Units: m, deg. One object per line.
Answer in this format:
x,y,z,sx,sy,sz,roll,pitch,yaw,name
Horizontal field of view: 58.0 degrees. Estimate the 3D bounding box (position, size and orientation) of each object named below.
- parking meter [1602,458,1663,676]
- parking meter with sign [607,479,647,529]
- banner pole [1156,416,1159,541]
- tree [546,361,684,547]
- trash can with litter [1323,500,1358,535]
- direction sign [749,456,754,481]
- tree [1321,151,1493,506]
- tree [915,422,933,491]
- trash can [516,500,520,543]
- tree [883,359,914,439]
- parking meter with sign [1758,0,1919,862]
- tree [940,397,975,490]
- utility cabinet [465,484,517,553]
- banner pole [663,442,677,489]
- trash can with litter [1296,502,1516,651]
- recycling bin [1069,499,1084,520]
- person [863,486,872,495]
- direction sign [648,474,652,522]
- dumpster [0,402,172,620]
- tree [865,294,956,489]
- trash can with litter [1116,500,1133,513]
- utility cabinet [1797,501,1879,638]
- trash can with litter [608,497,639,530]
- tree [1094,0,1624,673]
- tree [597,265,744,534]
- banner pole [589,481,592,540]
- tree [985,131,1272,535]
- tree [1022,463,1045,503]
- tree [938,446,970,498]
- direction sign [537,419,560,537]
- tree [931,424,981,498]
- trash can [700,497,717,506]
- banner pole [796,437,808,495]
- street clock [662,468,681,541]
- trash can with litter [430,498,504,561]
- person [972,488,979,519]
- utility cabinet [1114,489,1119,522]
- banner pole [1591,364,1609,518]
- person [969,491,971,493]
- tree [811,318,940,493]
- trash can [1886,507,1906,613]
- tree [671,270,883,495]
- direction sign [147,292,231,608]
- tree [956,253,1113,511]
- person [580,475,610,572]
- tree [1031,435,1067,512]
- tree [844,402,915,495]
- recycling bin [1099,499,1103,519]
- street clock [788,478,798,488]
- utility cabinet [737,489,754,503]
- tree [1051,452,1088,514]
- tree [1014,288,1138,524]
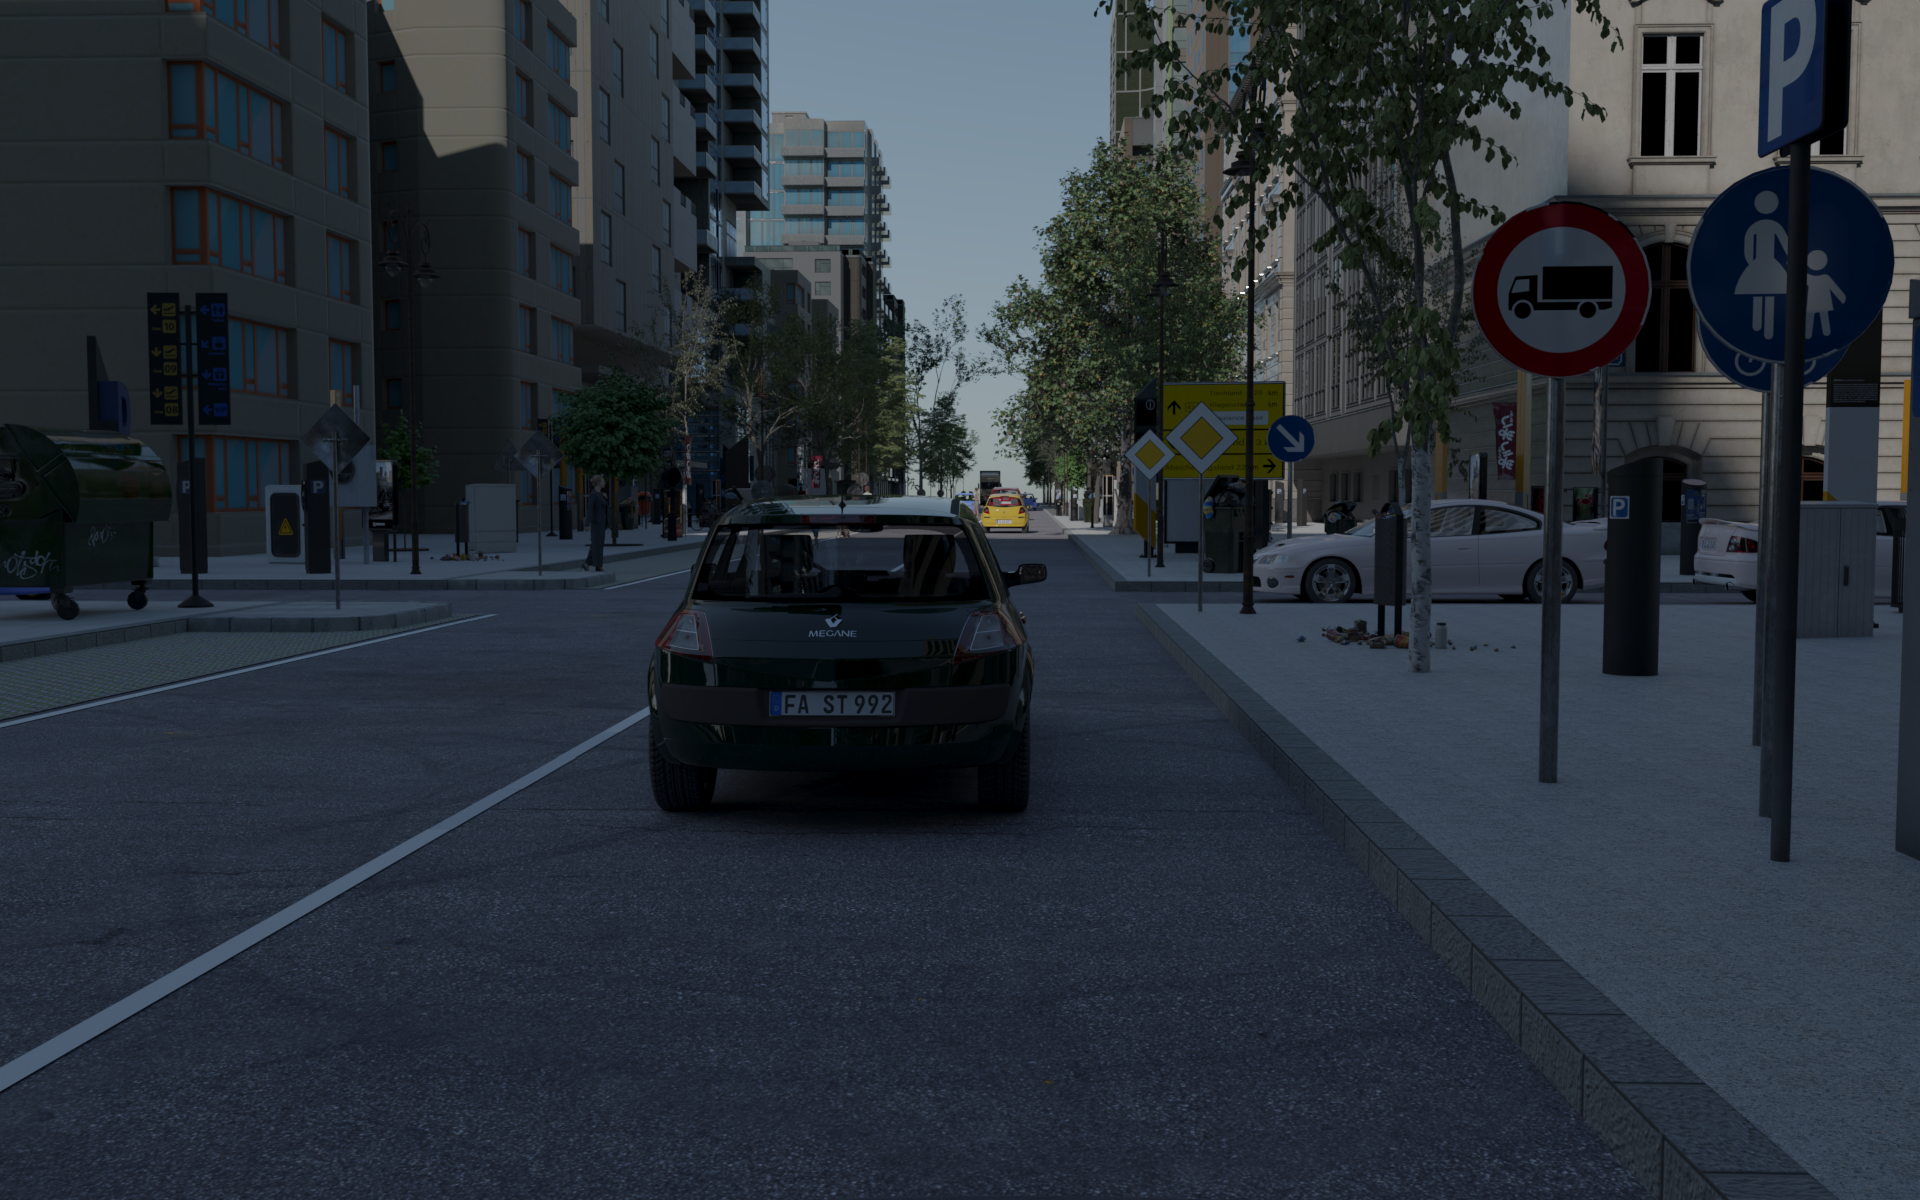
4.785,-0.239,12.321,0.372,1.533,0.369,0,3,0,parking meter
-12.284,-4.144,64.015,1.738,3.016,0.543,2,4,27,parking meter with sign
5.422,-3.518,47.536,0.401,3.779,0.863,-2,4,-26,banner pole
-8.517,-3.622,42.934,4.285,4.588,4.351,0,3,0,tree
6.552,-1.173,30.564,0.624,1.170,1.055,-1,4,-17,trash can with litter
-12.534,-6.769,102.671,0.876,3.537,0.379,3,4,37,direction sign
9.521,-5.285,36.767,4.360,8.622,3.978,0,3,0,tree
-4.392,-11.160,132.826,4.737,8.622,4.395,0,3,0,tree
-11.383,-1.941,43.389,0.748,1.137,0.748,0,3,0,trash can
-6.484,-9.248,85.625,8.767,10.594,7.601,0,4,-8,tree
3.694,-0.590,5.911,1.738,3.016,0.543,0,4,4,parking meter with sign
-2.101,-17.376,202.228,7.486,12.596,7.792,0,3,0,tree
-10.190,-1.770,37.622,0.318,1.500,1.173,2,4,32,utility cabinet
-13.861,-5.697,83.164,0.863,3.779,0.401,1,4,15,banner pole
3.753,-0.249,15.134,1.678,1.210,2.233,0,4,-2,trash can with litter
5.743,-4.413,84.699,0.722,1.027,0.722,-1,4,-9,recycling bin
-3.595,-3.635,68.502,0.480,1.755,0.524,1,4,16,person
-13.995,-5.288,78.449,0.379,3.537,0.876,-1,4,-15,direction sign
-9.535,-0.968,18.326,1.502,2.255,1.985,0,4,2,dumpster
-2.469,-18.794,163.171,12.611,20.169,13.585,0,3,0,tree
6.583,-3.489,68.425,0.624,1.170,1.055,1,4,19,trash can with litter
7.699,-0.268,15.552,1.020,1.237,0.306,-1,4,-13,utility cabinet
-11.945,-3.063,61.463,0.624,1.170,1.055,2,4,34,trash can with litter
3.081,-3.784,12.231,4.737,8.622,4.395,0,3,0,tree
-9.018,-6.407,55.118,4.360,8.622,3.978,0,3,0,tree
-10.258,-3.575,48.466,0.401,3.779,0.863,-2,4,-28,banner pole
5.375,-8.437,54.945,9.611,12.733,9.660,0,3,0,tree
12.693,-20.522,253.656,7.486,12.596,7.792,0,3,0,tree
-0.608,-18.497,252.785,4.360,8.622,3.978,0,3,0,tree
-12.354,-3.689,52.320,0.379,3.537,0.876,3,5,43,direction sign
-1.119,-19.546,245.336,9.928,11.665,9.643,0,3,0,tree
-11.075,-3.962,76.436,0.748,1.137,0.748,0,3,0,trash can
-6.924,-5.290,76.511,0.863,3.779,0.401,3,5,41,banner pole
-7.874,-2.616,47.343,0.358,2.002,0.471,3,5,44,street clock
-9.557,-1.405,34.033,1.678,1.210,2.233,0,4,2,trash can with litter
0.829,-5.121,92.563,0.374,1.781,0.599,-1,4,-12,person
7.451,-4.321,79.320,0.318,1.500,1.173,2,4,31,utility cabinet
10.013,-2.269,27.108,0.401,3.779,0.863,3,4,37,banner pole
0.947,-9.393,162.797,1.217,1.735,0.721,-1,4,-14,person
-6.045,-11.871,112.219,7.486,12.596,7.792,0,3,0,tree
10.378,-0.428,18.647,0.748,1.137,0.748,0,3,0,trash can
-8.087,-8.390,71.587,8.767,10.594,7.601,0,4,3,tree
-8.679,-1.686,19.564,0.876,3.537,0.379,0,4,-4,direction sign
6.973,-16.888,132.008,12.611,20.169,13.585,0,3,0,tree
-6.533,-1.350,30.986,0.534,1.772,0.576,-1,4,-13,person
6.944,-10.518,122.335,4.360,8.622,3.978,0,3,0,tree
-6.118,-10.410,120.568,4.737,8.622,4.395,0,3,0,tree
7.105,-4.629,88.244,0.722,1.027,0.722,-3,5,-41,recycling bin
-7.689,-4.620,80.111,0.471,2.002,0.358,-2,4,-33,street clock
-8.572,-3.668,68.651,1.173,1.500,0.318,0,4,-6,utility cabinet
7.572,-7.893,112.767,4.285,4.588,4.351,0,3,0,tree
6.106,-8.577,74.643,7.601,10.594,8.767,3,5,43,tree
